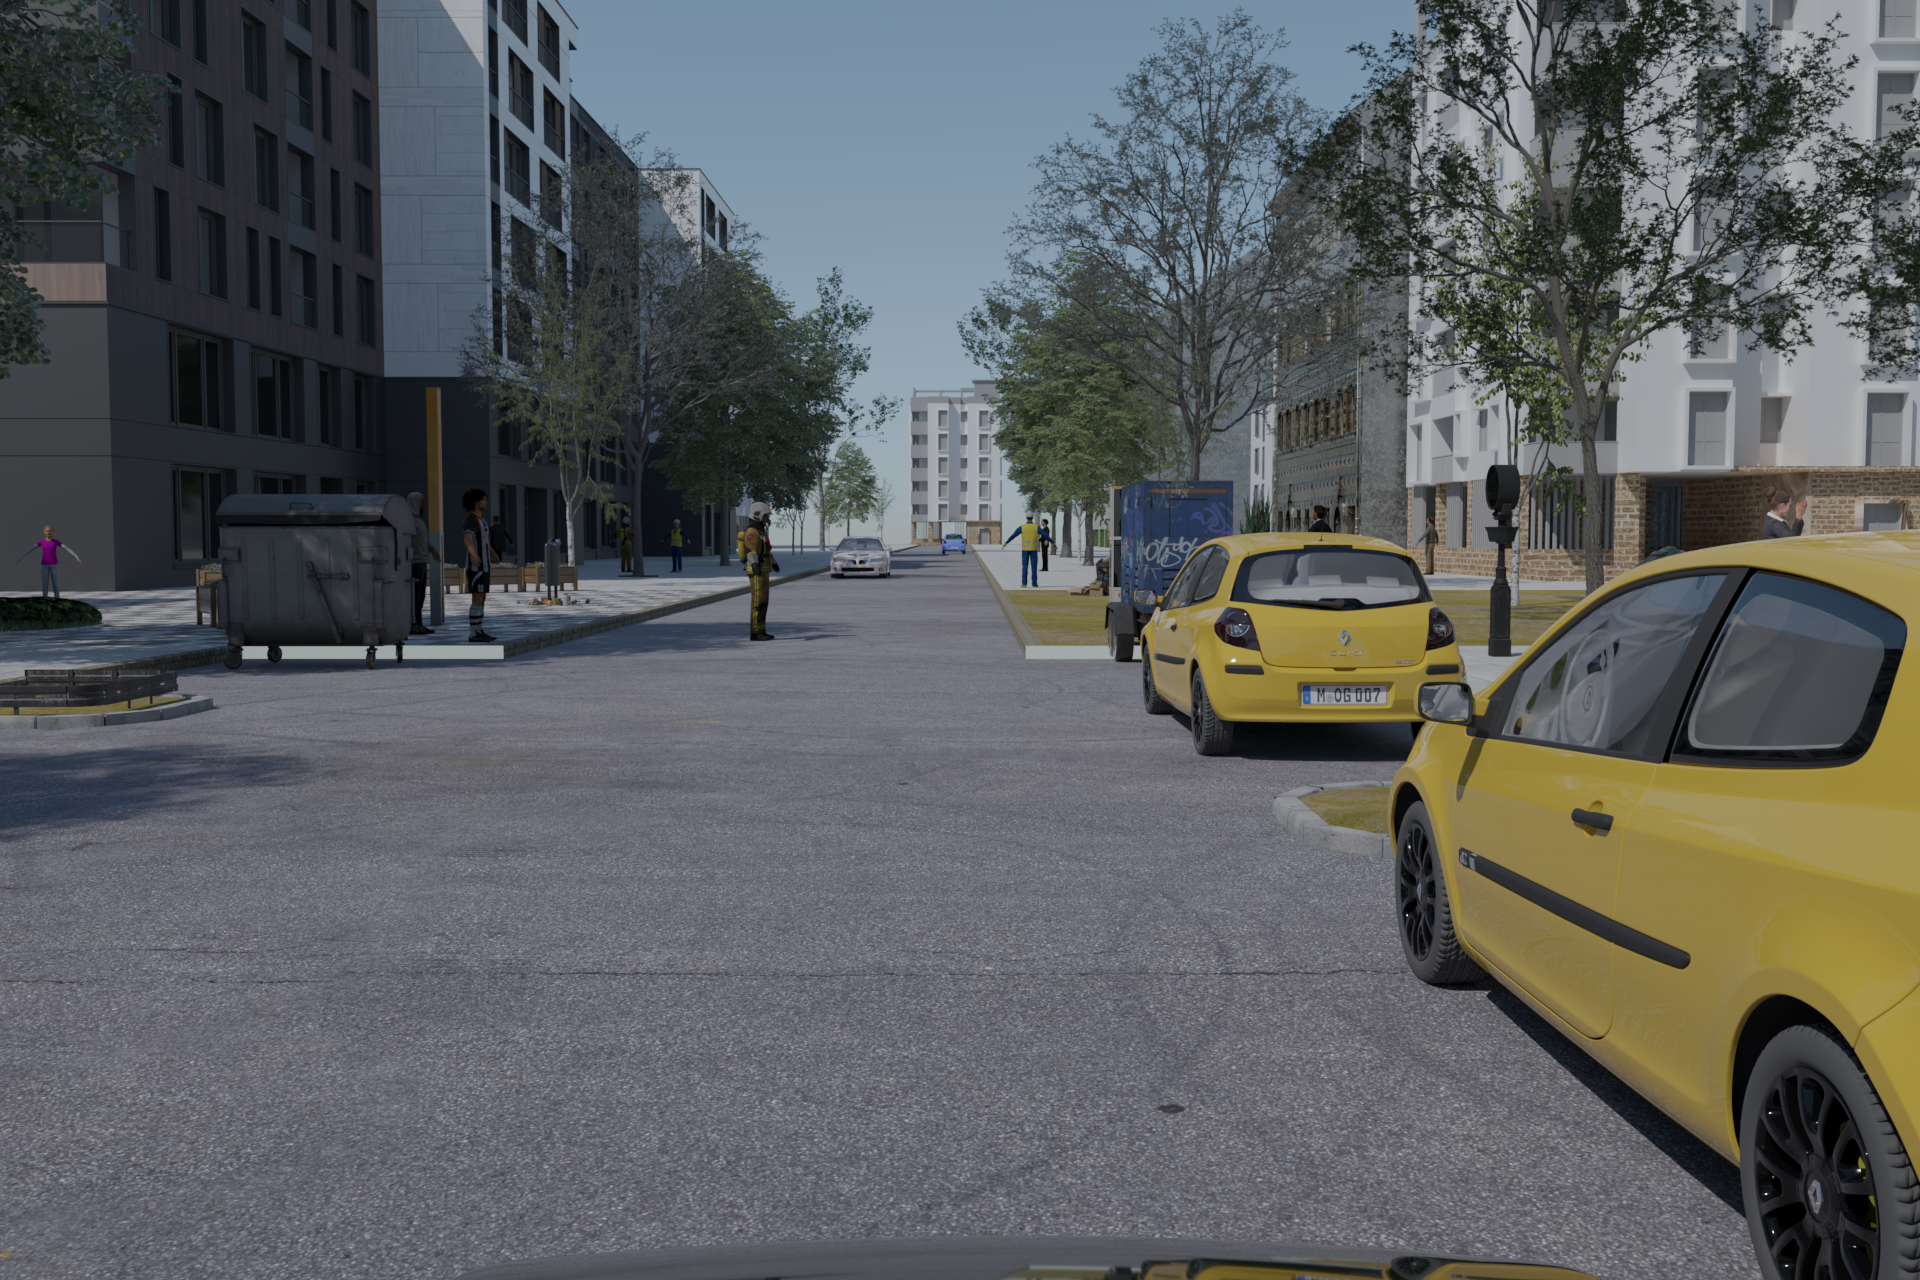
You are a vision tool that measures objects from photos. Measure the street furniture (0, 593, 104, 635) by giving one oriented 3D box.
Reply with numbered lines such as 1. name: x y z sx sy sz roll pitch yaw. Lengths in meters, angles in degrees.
1. street furniture: -16.881 -0.405 22.244 10.072 0.657 5.734 0 4 6

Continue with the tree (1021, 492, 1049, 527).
1. tree: 10.082 -16.130 214.095 4.360 8.622 3.978 0 3 0

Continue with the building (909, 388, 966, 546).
1. building: -5.928 -21.814 215.527 11.380 20.090 16.016 0 4 -5

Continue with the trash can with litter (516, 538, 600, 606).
1. trash can with litter: -7.289 -1.269 31.812 1.678 1.210 2.233 0 4 0

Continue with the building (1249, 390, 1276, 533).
1. building: 22.473 -9.325 94.607 9.099 9.664 28.070 0 4 1

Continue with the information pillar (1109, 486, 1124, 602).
1. information pillar: 2.483 -1.369 26.871 0.304 2.012 0.304 0 4 -1

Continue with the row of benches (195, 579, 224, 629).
1. row of benches: -9.423 -0.462 23.016 1.422 0.672 4.104 -2 4 -34

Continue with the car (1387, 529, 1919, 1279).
1. car: 2.300 0.358 4.371 2.015 1.641 3.980 0 4 0

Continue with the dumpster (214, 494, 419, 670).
1. dumpster: -6.944 -0.644 18.745 1.865 1.857 1.264 0 4 0

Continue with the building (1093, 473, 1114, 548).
1. building: 21.968 -18.517 169.204 16.747 18.905 31.486 0 4 0

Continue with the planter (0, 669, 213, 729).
1. planter: -7.119 0.454 13.716 1.991 0.319 1.994 0 3 0

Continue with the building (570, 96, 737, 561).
1. building: -28.454 -15.352 94.979 27.936 21.610 32.646 0 4 0

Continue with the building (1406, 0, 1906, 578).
1. building: 20.747 -12.383 58.884 16.016 20.090 11.380 0 4 0

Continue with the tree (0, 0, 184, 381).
1. tree: -12.645 -6.744 16.927 9.857 13.997 8.962 0 3 0

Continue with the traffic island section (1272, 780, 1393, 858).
1. traffic island section: 2.587 0.880 8.471 1.991 0.108 1.994 0 4 1

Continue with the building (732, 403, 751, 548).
1. building: -24.570 -17.928 149.540 16.016 20.090 11.380 0 4 -1

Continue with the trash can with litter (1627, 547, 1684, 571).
1. trash can with litter: 5.836 -0.232 15.174 1.055 1.170 0.624 0 4 0

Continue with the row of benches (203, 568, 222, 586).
1. row of benches: -12.699 -1.055 32.707 4.104 0.672 1.422 2 4 30

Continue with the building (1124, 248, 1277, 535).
1. building: 22.682 -19.013 141.796 19.493 23.208 18.063 0 4 1

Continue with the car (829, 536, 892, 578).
1. car: -3.286 -2.773 57.694 2.083 1.381 4.827 0 4 0

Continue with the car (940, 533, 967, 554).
1. car: -0.449 -6.984 123.782 1.945 1.707 3.694 0 4 -1

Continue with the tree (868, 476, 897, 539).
1. tree: -9.609 -16.366 217.948 4.360 8.622 3.978 0 3 0

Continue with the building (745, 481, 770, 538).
1. building: -25.200 -19.185 170.086 16.016 20.090 11.380 0 4 1

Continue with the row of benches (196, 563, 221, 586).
1. row of benches: -14.321 -1.248 35.872 4.104 0.672 1.422 2 4 30

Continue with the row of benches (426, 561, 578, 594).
1. row of benches: -10.264 -1.366 37.791 1.422 0.672 4.104 3 5 44

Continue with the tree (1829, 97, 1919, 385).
1. tree: 17.652 -5.689 27.420 7.601 10.594 8.767 0 4 3

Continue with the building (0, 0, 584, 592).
1. building: -29.309 -12.851 54.095 27.936 21.610 32.646 0 3 0

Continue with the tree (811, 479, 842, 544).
1. tree: -16.720 -16.351 217.695 4.737 8.622 4.395 0 3 0

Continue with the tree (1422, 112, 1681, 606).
1. tree: 10.107 -4.910 30.643 4.737 8.622 4.395 0 3 0

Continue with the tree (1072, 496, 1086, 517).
1. tree: 16.686 -17.015 212.610 7.601 10.594 8.767 0 4 2

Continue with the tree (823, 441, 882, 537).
1. tree: -13.167 -17.886 210.565 7.486 12.596 7.792 0 3 0

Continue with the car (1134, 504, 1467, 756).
1. car: 2.345 -0.148 12.644 2.015 1.641 3.980 0 4 -1

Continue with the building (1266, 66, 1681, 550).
1. building: 23.745 -14.684 71.018 19.493 23.208 18.063 0 4 1
